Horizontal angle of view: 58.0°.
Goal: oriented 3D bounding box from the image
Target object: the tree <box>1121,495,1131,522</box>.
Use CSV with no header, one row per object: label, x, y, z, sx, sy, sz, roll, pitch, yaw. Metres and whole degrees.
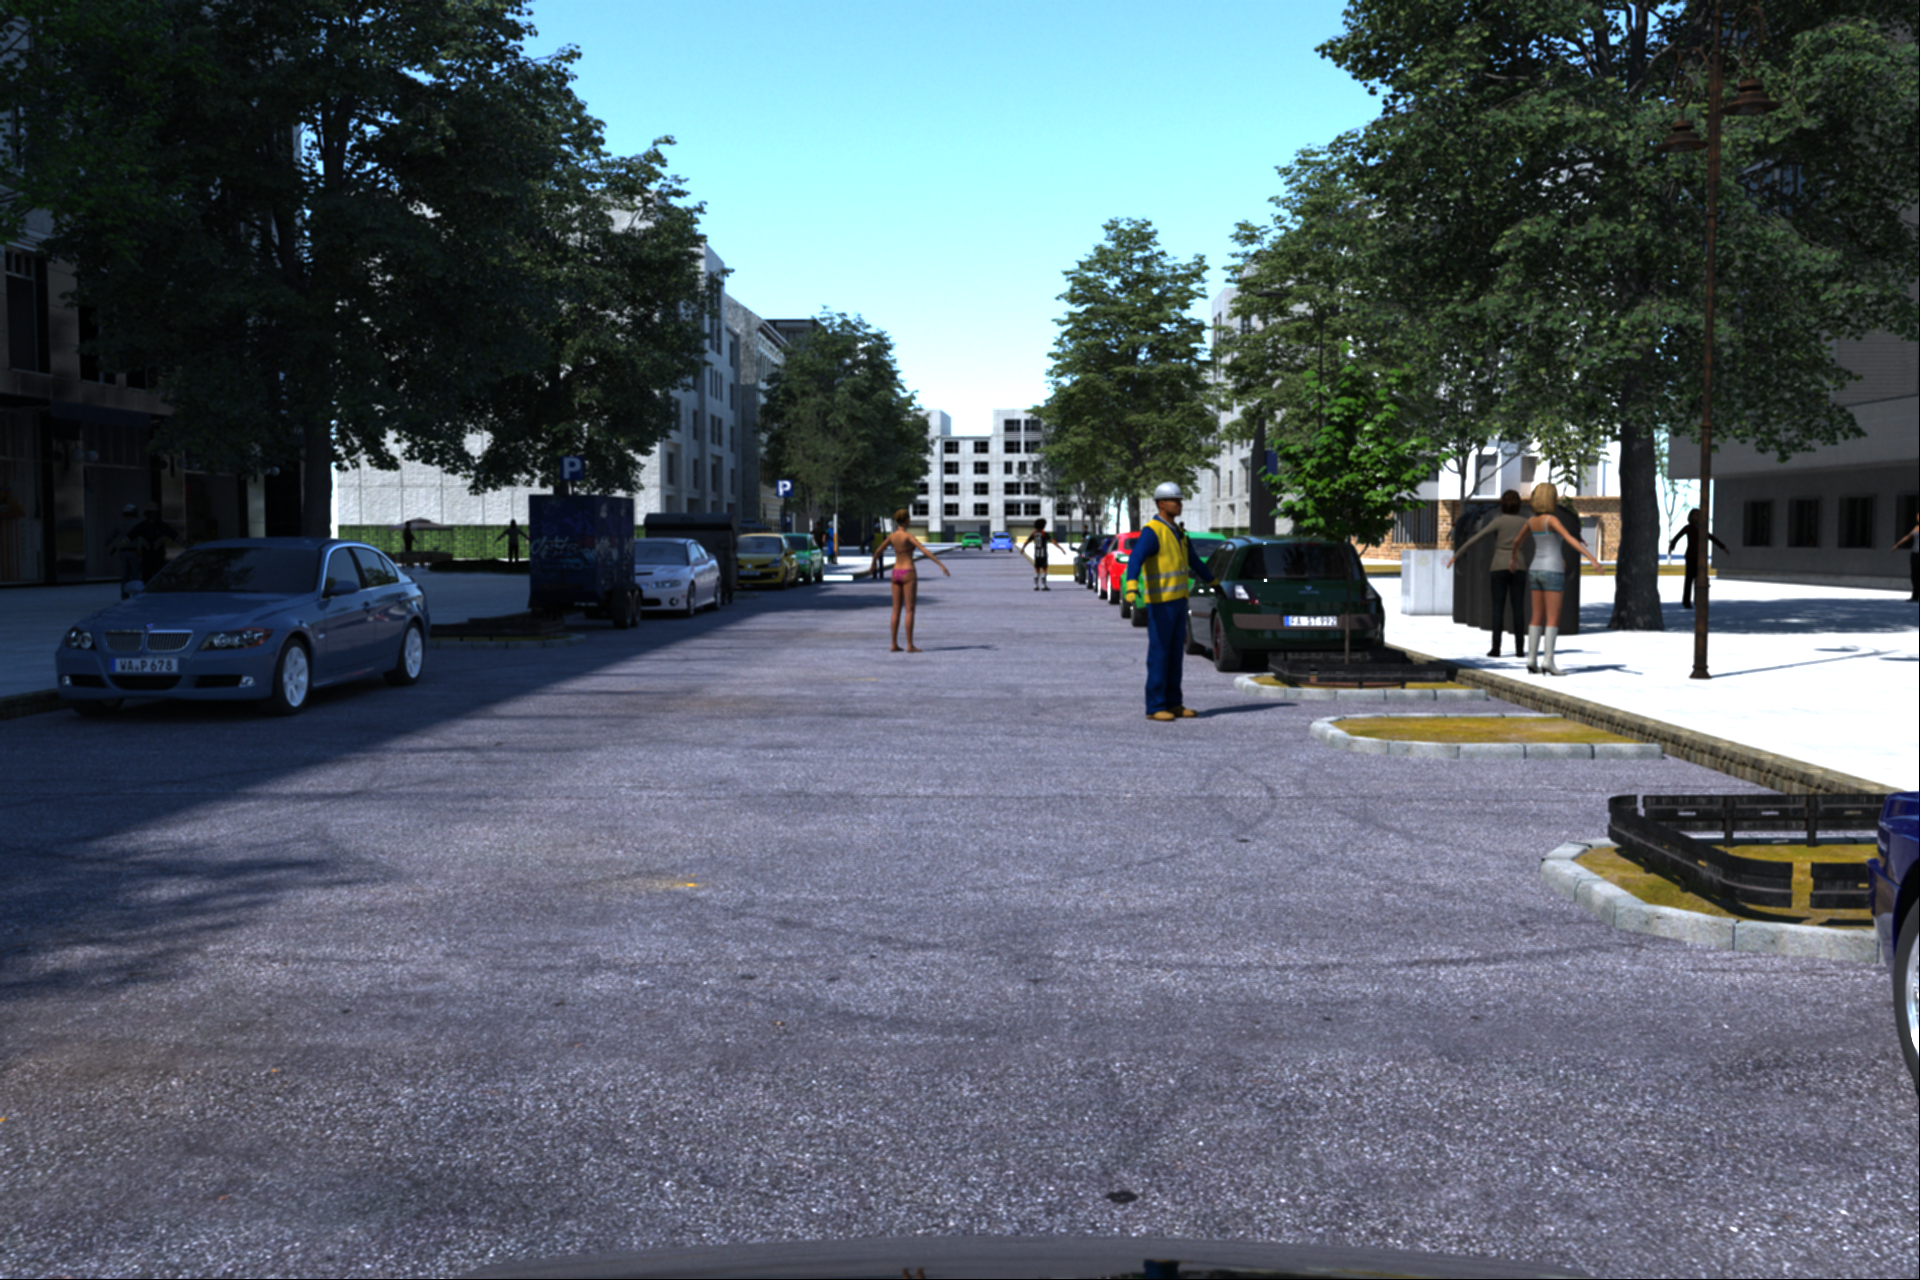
tree,25.439,-18.197,247.880,4.360,8.622,3.978,0,3,0

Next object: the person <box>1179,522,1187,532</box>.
person,9.515,-4.161,74.218,1.347,1.806,0.705,3,5,42

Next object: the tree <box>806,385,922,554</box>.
tree,-6.230,-10.678,108.995,8.767,10.594,7.601,1,4,12

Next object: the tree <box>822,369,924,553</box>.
tree,-6.136,-12.254,118.482,7.486,12.596,7.792,0,3,0

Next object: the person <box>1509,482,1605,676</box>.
person,5.404,-0.561,15.786,0.721,1.753,1.214,-1,4,-21

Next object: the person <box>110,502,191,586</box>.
person,-14.185,-1.503,30.440,1.351,1.845,0.704,-1,4,-14

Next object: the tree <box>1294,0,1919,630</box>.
tree,9.071,-7.111,22.918,9.857,13.997,8.962,0,3,0

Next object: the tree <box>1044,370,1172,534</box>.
tree,8.185,-9.593,91.258,8.767,10.594,7.601,1,4,21

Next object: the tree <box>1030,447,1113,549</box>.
tree,9.969,-13.365,152.938,8.767,10.594,7.601,2,4,30

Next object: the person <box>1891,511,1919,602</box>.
person,18.077,-1.584,32.702,0.721,1.737,1.217,-1,4,-14

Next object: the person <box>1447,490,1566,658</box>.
person,5.719,-0.694,18.100,1.215,1.744,0.721,0,4,5

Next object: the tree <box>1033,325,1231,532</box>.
tree,7.525,-8.619,75.337,8.767,10.594,7.601,0,4,-5

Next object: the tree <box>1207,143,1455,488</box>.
tree,10.995,-8.133,51.104,7.486,12.596,7.792,0,3,0

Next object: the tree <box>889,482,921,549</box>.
tree,-6.115,-12.404,153.168,4.360,8.622,3.978,0,3,0

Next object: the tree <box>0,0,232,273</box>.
tree,-12.438,-5.730,19.439,9.928,11.665,9.643,0,3,0

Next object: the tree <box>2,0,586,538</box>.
tree,-11.157,-7.530,29.772,9.857,13.997,8.962,0,3,0

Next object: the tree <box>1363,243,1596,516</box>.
tree,20.214,-9.698,68.937,12.009,13.543,11.850,0,3,0

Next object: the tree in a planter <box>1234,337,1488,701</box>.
tree in a planter,3.560,-1.136,15.802,1.991,3.239,1.994,0,4,1

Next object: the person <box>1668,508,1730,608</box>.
person,12.709,-1.408,29.835,1.215,1.729,0.721,-1,4,-16

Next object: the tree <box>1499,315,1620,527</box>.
tree,20.066,-6.573,57.830,4.737,8.622,4.395,0,3,0

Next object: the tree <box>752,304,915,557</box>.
tree,-7.089,-11.698,97.912,9.857,13.997,8.962,0,3,0

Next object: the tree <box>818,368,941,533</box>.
tree,-6.214,-13.763,131.681,9.857,13.997,8.962,0,3,0

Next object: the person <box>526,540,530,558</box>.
person,-21.308,-4.716,86.369,0.599,1.433,0.991,2,4,24

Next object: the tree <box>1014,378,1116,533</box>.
tree,9.713,-13.796,135.926,12.009,13.543,11.850,0,3,0

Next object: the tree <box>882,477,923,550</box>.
tree,-6.473,-12.795,143.603,7.601,10.594,8.767,2,4,30

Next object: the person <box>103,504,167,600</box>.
person,-15.771,-1.661,32.990,1.345,1.849,0.704,1,4,11

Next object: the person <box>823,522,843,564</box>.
person,-5.537,-4.204,74.858,0.704,1.817,1.347,3,4,36

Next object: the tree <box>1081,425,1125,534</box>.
tree,8.701,-9.806,110.693,4.360,8.622,3.978,0,3,0

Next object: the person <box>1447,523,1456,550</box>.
person,22.272,-4.390,78.040,0.705,1.796,1.348,-1,4,-18

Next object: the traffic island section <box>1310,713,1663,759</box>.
traffic island section,3.493,0.663,12.018,1.991,0.108,1.994,0,4,1

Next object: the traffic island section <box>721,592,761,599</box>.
traffic island section,-5.521,-0.982,38.920,1.991,0.108,1.994,0,4,1

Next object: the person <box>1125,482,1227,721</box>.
person,1.629,-0.305,13.420,0.705,1.833,1.349,3,5,39

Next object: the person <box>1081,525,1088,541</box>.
person,6.176,-4.886,86.610,0.721,1.740,1.216,1,4,10

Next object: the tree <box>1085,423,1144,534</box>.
tree,8.605,-9.391,103.902,4.360,8.622,3.978,0,3,0

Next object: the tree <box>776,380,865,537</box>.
tree,-7.239,-8.125,83.198,4.360,8.622,3.978,0,3,0

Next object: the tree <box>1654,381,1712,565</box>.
tree,29.590,-7.450,72.163,4.360,8.622,3.978,0,3,0

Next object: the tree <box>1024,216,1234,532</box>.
tree,6.120,-8.849,62.816,7.486,12.596,7.792,0,3,0

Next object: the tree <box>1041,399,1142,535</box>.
tree,9.326,-11.927,120.762,9.928,11.665,9.643,0,3,0

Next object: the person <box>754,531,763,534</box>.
person,-10.427,-5.100,89.161,0.705,1.856,1.354,-3,5,-40

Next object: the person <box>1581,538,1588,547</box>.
person,17.703,-2.715,50.500,1.345,1.816,0.704,-1,4,-22

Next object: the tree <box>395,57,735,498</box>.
tree,-10.839,-8.589,47.089,9.857,13.997,8.962,0,3,0
